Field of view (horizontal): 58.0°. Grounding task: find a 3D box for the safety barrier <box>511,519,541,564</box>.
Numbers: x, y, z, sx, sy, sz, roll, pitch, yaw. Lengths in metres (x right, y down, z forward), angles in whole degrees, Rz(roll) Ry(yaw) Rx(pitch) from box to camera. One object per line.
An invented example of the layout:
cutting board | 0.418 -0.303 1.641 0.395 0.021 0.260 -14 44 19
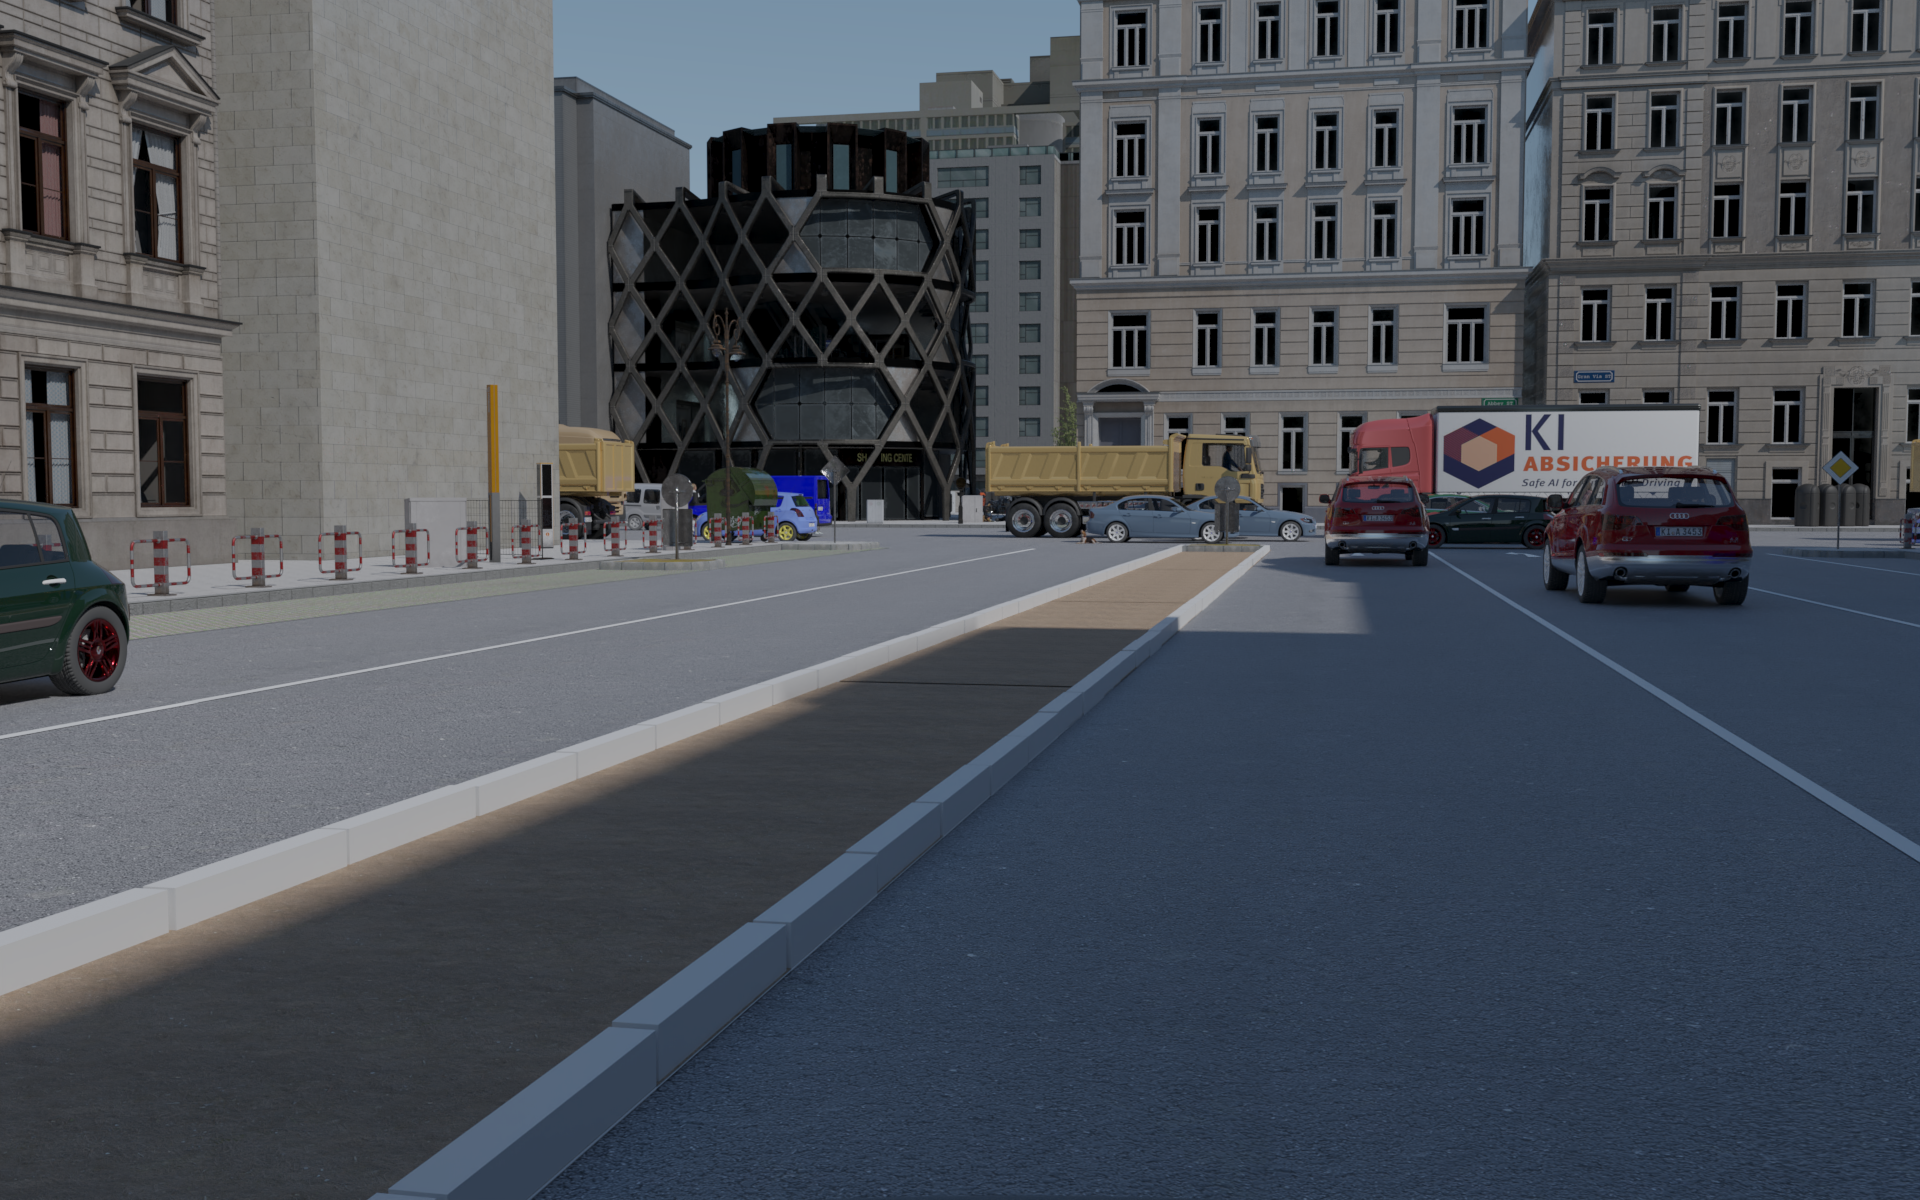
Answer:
safety barrier | -7.920 -1.061 31.625 0.300 0.817 1.120 1 4 12

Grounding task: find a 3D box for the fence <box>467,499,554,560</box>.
fence | -9.066 -1.418 34.389 2.264 1.192 0.480 2 4 31

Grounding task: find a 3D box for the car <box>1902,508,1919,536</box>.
car | 28.531 -2.181 47.666 4.499 1.417 2.014 1 4 14

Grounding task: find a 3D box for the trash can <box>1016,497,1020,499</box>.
trash can | 3.312 -4.918 92.057 0.748 1.137 0.748 0 3 0

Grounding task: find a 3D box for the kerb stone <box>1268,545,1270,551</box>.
kerb stone | 7.387 -1.207 41.936 0.120 0.150 1.000 1 4 12

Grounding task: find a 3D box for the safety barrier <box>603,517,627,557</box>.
safety barrier | -7.073 -1.301 35.545 0.300 0.817 1.120 1 4 12

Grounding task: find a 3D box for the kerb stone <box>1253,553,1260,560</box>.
kerb stone | 6.075 -0.839 35.907 0.120 0.150 1.000 1 4 12

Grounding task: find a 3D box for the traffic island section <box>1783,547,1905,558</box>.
traffic island section | 20.440 -1.102 40.292 2.009 0.180 2.903 1 4 12

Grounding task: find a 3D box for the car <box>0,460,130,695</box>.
car | -7.209 -0.083 11.137 2.009 1.686 4.222 1 4 10

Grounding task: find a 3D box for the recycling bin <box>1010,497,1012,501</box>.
recycling bin | 4.377 -7.632 137.338 0.722 1.027 0.722 -1 4 -19

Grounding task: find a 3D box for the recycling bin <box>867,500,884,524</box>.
recycling bin | -3.690 -3.847 75.455 0.722 1.027 0.722 0 4 -1

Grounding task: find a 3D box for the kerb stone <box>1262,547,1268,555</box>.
kerb stone | 6.951 -1.084 39.918 0.120 0.150 1.000 1 4 12

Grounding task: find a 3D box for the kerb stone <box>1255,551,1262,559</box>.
kerb stone | 6.293 -0.900 36.910 0.120 0.150 1.000 1 4 12

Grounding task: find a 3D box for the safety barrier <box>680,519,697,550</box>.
safety barrier | -6.217 -1.542 39.486 0.300 0.817 1.120 1 4 12

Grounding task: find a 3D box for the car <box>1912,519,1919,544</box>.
car | 26.159 -2.093 43.818 3.694 1.707 1.945 1 4 11

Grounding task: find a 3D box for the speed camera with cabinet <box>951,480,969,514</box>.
speed camera with cabinet | -0.318 -7.081 110.117 2.038 3.252 0.660 -1 4 -13

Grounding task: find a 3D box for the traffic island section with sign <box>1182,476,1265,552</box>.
traffic island section with sign | 6.665 -2.163 43.508 2.006 1.907 1.989 1 4 12

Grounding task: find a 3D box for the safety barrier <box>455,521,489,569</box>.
safety barrier | -8.350 -0.940 29.643 0.300 0.817 1.120 1 4 12

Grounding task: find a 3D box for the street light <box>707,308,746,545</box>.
street light | -5.795 -4.304 43.164 0.468 5.910 1.993 1 4 12

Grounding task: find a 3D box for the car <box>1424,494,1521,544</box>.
car | 14.532 -2.358 50.347 4.920 1.459 2.131 1 4 12

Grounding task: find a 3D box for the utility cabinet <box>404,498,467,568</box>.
utility cabinet | -9.193 -1.175 30.378 1.020 1.237 0.306 -3 4 -37

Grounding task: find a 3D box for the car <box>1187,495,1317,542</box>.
car | 8.615 -2.504 52.941 4.499 1.417 2.014 1 4 12

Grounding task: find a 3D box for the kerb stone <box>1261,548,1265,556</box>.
kerb stone | 6.721 -1.023 38.918 0.120 0.150 1.000 1 4 12

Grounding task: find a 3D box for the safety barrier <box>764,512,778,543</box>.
safety barrier | -4.946 -1.902 45.365 0.300 0.817 1.120 1 4 12

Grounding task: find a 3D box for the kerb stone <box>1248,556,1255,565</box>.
kerb stone | 5.640 -0.716 33.898 0.120 0.150 1.000 1 4 12

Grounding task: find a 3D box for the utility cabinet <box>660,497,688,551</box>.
utility cabinet | -6.552 -1.752 39.814 0.306 1.237 1.020 1 4 12

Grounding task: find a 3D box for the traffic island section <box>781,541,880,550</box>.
traffic island section | -3.303 -1.415 45.417 2.009 0.180 2.903 1 4 12

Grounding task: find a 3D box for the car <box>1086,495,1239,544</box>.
car | 5.990 -2.395 51.161 4.499 1.417 2.014 1 4 12

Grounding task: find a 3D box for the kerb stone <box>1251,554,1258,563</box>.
kerb stone | 5.866 -0.777 34.903 0.120 0.150 1.000 1 4 12

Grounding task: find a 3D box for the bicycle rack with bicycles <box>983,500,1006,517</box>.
bicycle rack with bicycles | 1.611 -5.108 96.890 2.852 0.926 2.925 2 4 33

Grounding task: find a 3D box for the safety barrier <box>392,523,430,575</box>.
safety barrier | -8.771 -0.820 27.683 0.300 0.817 1.120 1 4 12

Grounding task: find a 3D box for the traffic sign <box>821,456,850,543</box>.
traffic sign | -3.278 -2.551 45.350 0.795 2.450 0.064 1 4 12

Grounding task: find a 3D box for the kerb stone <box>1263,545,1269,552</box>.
kerb stone | 7.168 -1.145 40.921 0.120 0.150 1.000 1 4 12

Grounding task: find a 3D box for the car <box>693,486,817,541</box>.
car | -6.192 -2.607 52.222 3.694 1.707 1.945 1 4 13

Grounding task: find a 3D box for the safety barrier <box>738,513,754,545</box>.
safety barrier | -5.371 -1.782 43.406 0.300 0.817 1.120 1 4 12

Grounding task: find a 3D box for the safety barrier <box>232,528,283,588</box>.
safety barrier | -9.625 -0.579 23.746 0.300 0.817 1.120 1 4 12

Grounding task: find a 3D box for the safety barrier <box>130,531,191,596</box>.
safety barrier | -10.049 -0.459 21.785 0.300 0.817 1.120 1 4 12

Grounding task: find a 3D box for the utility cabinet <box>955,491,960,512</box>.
utility cabinet | -0.046 -6.842 120.538 1.173 1.500 0.318 -1 4 -10

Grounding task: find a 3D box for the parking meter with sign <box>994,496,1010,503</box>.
parking meter with sign | 3.076 -7.499 118.865 0.543 3.016 1.738 3 5 42

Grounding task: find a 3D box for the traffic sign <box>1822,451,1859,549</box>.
traffic sign | 20.415 -2.237 40.220 0.795 2.450 0.064 1 4 12

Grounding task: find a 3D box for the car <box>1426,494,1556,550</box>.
car | 13.731 -2.200 45.757 4.222 1.686 2.009 1 4 13

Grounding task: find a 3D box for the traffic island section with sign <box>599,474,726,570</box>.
traffic island section with sign | -5.604 -1.505 33.231 1.989 1.847 2.006 1 4 12

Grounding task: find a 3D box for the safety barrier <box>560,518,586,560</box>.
safety barrier | -7.495 -1.181 33.585 0.300 0.817 1.120 1 4 12

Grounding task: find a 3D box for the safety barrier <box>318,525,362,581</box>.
safety barrier | -9.196 -0.700 25.717 0.300 0.817 1.120 1 4 12

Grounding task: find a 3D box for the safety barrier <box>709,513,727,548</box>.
safety barrier | -5.792 -1.662 41.445 0.300 0.817 1.120 1 4 12

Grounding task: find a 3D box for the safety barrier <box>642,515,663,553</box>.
safety barrier | -6.645 -1.421 37.513 0.300 0.817 1.120 1 4 12

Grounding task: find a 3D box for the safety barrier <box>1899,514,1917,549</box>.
safety barrier | 22.104 -1.597 40.383 0.300 0.817 1.120 1 4 12

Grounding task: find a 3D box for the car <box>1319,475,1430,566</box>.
car | 8.654 -1.682 36.178 2.281 1.827 5.304 1 4 12

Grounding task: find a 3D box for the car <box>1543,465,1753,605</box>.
car | 9.431 -0.941 24.054 2.281 1.827 5.304 1 4 11

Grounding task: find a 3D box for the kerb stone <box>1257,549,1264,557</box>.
kerb stone | 6.511 -0.960 37.914 0.120 0.150 1.000 1 4 12

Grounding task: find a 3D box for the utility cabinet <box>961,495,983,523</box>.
utility cabinet | 0.509 -4.085 77.956 1.020 1.237 0.306 -2 4 -25
